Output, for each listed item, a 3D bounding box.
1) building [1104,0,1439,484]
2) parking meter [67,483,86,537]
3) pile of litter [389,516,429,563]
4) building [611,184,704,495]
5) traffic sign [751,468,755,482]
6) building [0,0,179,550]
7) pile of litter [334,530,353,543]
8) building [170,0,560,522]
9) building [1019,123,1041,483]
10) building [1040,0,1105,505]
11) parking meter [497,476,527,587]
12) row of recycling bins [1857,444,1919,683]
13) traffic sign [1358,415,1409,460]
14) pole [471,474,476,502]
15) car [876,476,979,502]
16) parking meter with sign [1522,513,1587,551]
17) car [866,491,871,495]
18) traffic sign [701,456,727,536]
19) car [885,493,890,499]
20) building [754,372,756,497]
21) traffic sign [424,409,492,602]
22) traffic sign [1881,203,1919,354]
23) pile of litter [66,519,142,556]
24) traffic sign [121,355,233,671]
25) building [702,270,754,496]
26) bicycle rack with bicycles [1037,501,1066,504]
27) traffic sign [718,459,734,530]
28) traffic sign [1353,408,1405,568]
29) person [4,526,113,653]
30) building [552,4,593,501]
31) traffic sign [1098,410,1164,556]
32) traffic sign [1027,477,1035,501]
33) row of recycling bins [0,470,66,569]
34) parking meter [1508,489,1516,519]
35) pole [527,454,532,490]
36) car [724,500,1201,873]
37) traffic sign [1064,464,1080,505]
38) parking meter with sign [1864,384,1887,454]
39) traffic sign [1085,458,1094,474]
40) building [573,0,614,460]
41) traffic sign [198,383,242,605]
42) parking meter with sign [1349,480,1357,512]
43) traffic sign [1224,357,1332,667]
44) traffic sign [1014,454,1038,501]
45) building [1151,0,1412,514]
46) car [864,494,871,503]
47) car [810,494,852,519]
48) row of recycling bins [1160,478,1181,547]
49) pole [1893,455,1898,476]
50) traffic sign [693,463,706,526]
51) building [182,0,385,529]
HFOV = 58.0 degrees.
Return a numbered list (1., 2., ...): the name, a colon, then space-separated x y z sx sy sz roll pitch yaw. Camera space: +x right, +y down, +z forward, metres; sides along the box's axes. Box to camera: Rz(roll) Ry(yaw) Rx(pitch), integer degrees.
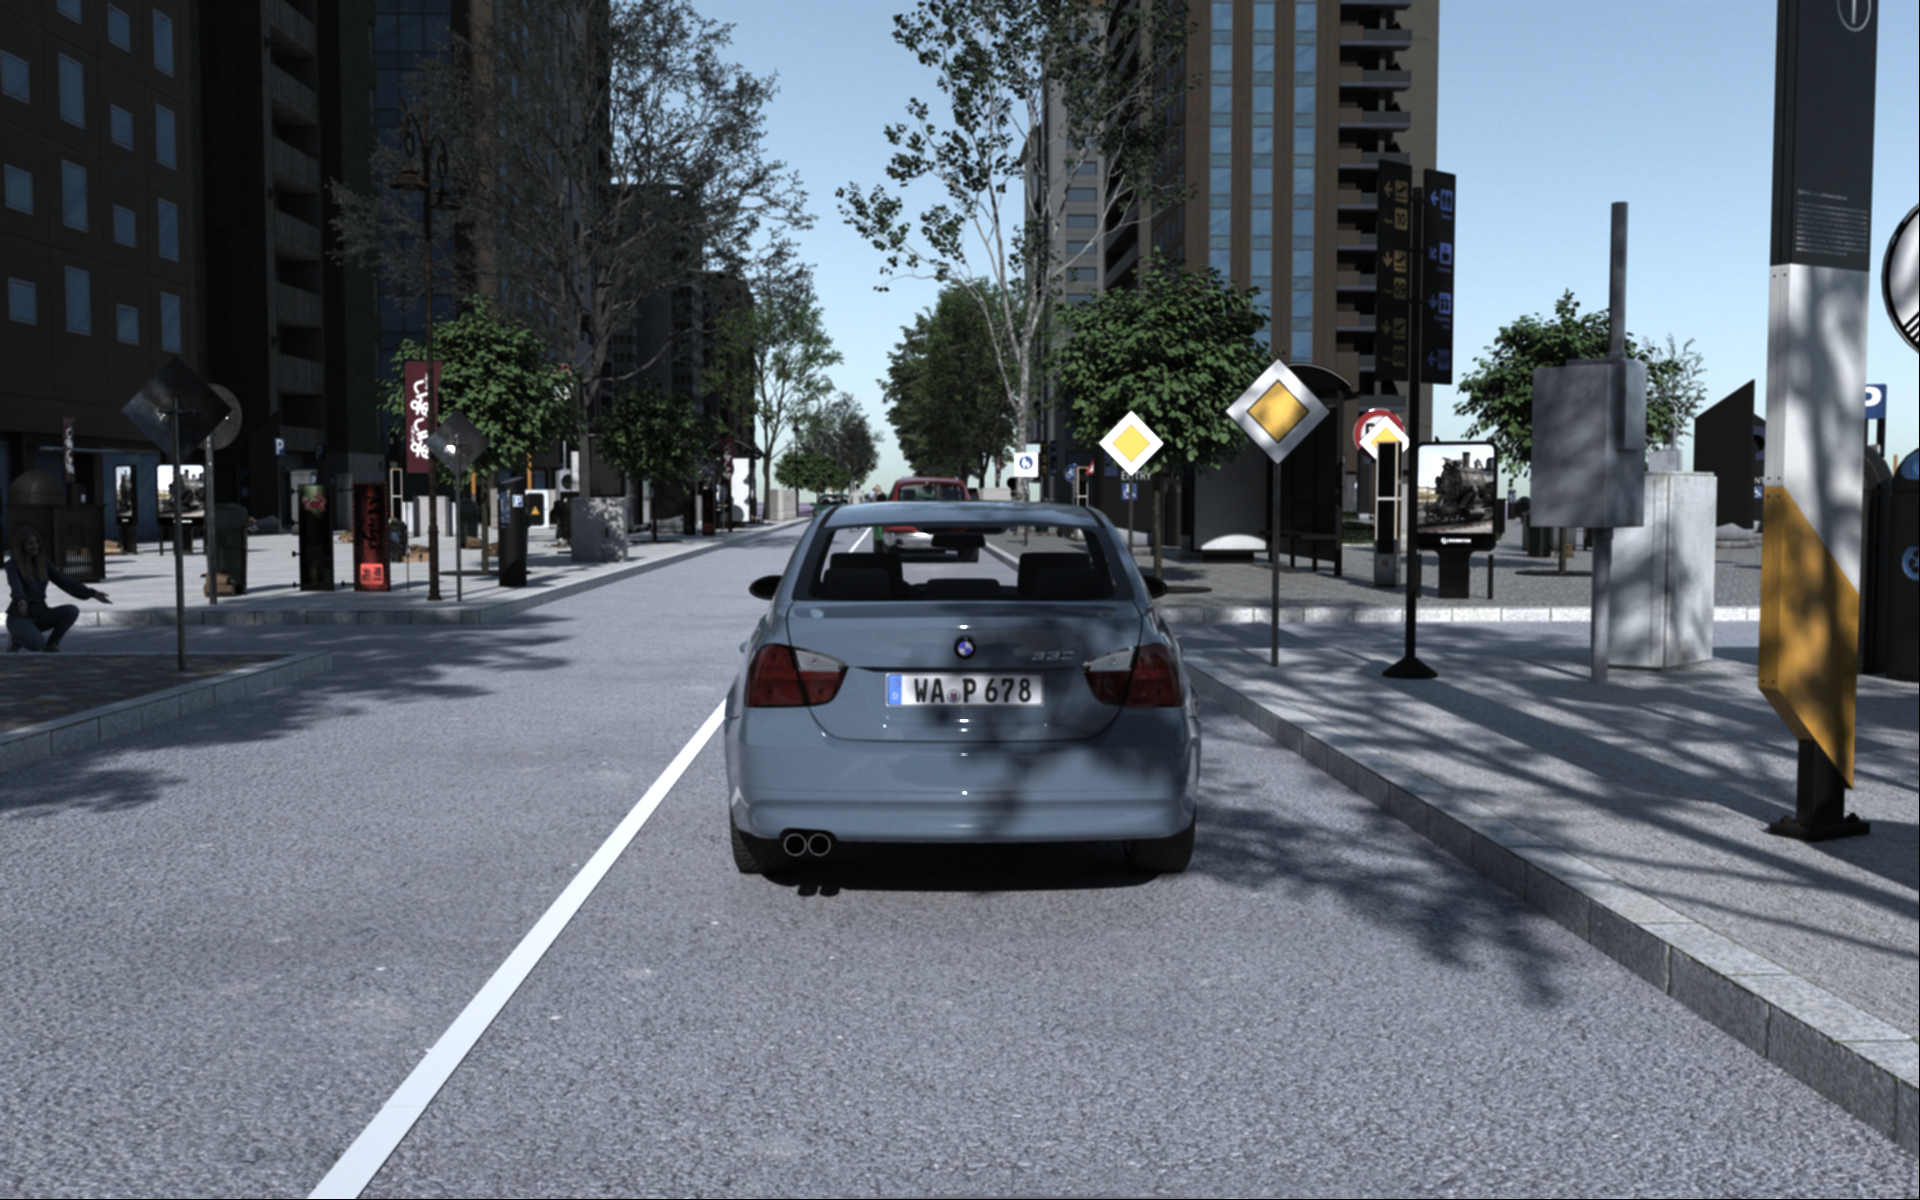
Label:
1. building: 22.833 -31.092 132.058 21.300 48.544 21.600 0 4 -2
2. parking meter: -19.713 -1.850 38.663 0.372 1.533 0.369 0 3 0
3. pile of litter: -10.524 -1.172 33.129 1.176 0.858 1.719 1 4 14
4. building: -43.323 -31.342 204.314 32.217 40.220 23.993 0 4 -2
5. traffic sign: -9.774 -4.851 79.416 0.768 2.556 0.104 0 4 7
6. building: -28.265 -23.889 40.700 14.600 45.320 14.200 0 4 -2
7. pile of litter: -16.061 -1.975 46.249 1.176 0.858 1.719 2 4 30
8. building: -28.247 -26.596 84.954 14.600 45.320 14.200 0 4 -2
9. building: 23.312 -39.924 241.997 28.713 52.752 27.495 0 4 -2
10. building: 20.437 -41.032 212.869 21.231 58.520 28.212 0 4 -2
11. parking meter: -6.227 -0.958 24.074 0.372 1.533 0.369 0 3 0
12. row of recycling bins: 6.954 -0.267 11.473 1.069 1.692 3.534 -1 4 -23
13. traffic sign: 6.243 -1.485 25.465 0.795 2.450 0.064 0 4 3
14. pole: -19.014 -4.515 67.658 0.158 3.312 0.155 0 3 0
15. car: -0.684 -1.778 37.742 2.281 1.827 5.304 0 4 -3
16. parking meter with sign: 13.463 -2.610 38.938 1.738 3.016 0.543 -2 4 -25
17. car: -11.340 -12.883 219.438 1.959 1.807 4.718 0 4 -3
18. traffic sign: -7.465 -3.141 52.538 0.795 2.450 0.064 0 4 1
19. car: -1.294 -2.125 43.545 1.959 1.807 4.718 0 4 -3
20. building: -35.768 -28.520 238.001 14.160 30.474 14.107 0 4 -2
21. traffic sign: -5.944 -1.032 20.516 0.795 2.450 0.064 0 4 -2
22. traffic sign: 4.153 -0.432 7.173 0.768 2.556 0.104 0 4 0
23. pile of litter: -18.034 -1.360 36.197 1.719 0.858 1.176 -1 4 -17
24. traffic sign: -5.655 -0.544 12.536 0.795 2.450 0.064 0 4 -2
25. building: -34.808 -27.660 223.946 14.160 30.474 14.107 0 4 -2
26. bicycle rack with bicycles: 3.493 -4.394 85.216 2.925 0.926 2.852 -1 4 -17
27. traffic sign: -8.399 -3.753 61.470 0.768 2.556 0.104 0 4 -2
28. traffic sign: 6.242 -1.576 25.879 0.768 2.556 0.104 0 4 2
29. person: -8.063 -0.083 15.364 0.738 1.151 1.012 2 4 31
30. building: -38.469 -31.717 107.820 28.713 52.752 27.495 0 4 -2
31. traffic sign: 2.046 -1.048 20.783 0.795 2.450 0.064 0 4 -2
32. traffic sign: 2.826 -4.427 72.495 0.768 2.556 0.104 0 4 1
33. row of recycling bins: -17.185 -1.365 29.437 3.534 1.692 1.069 -2 4 -28
34. parking meter: 28.000 -4.862 87.903 0.372 1.533 0.369 0 3 0
35. pole: -16.091 -4.336 64.744 0.158 3.312 0.155 0 3 0
36. car: -0.002 0.254 7.843 2.014 1.417 4.499 0 4 0
37. traffic sign: 4.788 -4.477 73.307 0.768 2.556 0.104 0 4 4
38. parking meter with sign: 14.000 -1.876 26.930 0.543 3.016 1.738 2 4 31
39. traffic sign: 3.789 -2.845 46.514 0.884 2.594 0.081 0 4 3
40. building: -35.381 -42.394 131.392 20.563 71.187 20.611 0 4 -2
41. traffic sign: -8.652 -1.216 19.991 0.768 2.556 0.104 0 4 8
42. parking meter with sign: 20.340 -5.633 88.353 0.543 3.016 1.738 2 4 33
43. traffic sign: 2.334 -0.560 12.803 0.795 2.450 0.064 0 4 -2
44. traffic sign: 1.639 -2.503 43.046 0.606 2.300 0.079 0 4 4
45. building: 20.571 -28.384 114.196 14.600 45.320 14.200 0 4 -2
46. car: -9.788 -10.920 190.538 2.014 1.417 4.499 0 4 -2
47. car: -5.442 -3.886 75.337 2.131 1.459 4.920 0 4 -3
48. row of recycling bins: 5.737 -2.136 42.030 1.069 1.692 3.534 -2 4 -26
49. pole: 48.703 -5.895 90.234 0.158 3.312 0.155 0 3 0
50. traffic sign: -10.732 -4.308 70.541 0.768 2.556 0.104 0 4 3
51. building: -30.366 -17.829 63.204 14.160 30.474 14.107 0 4 -2
